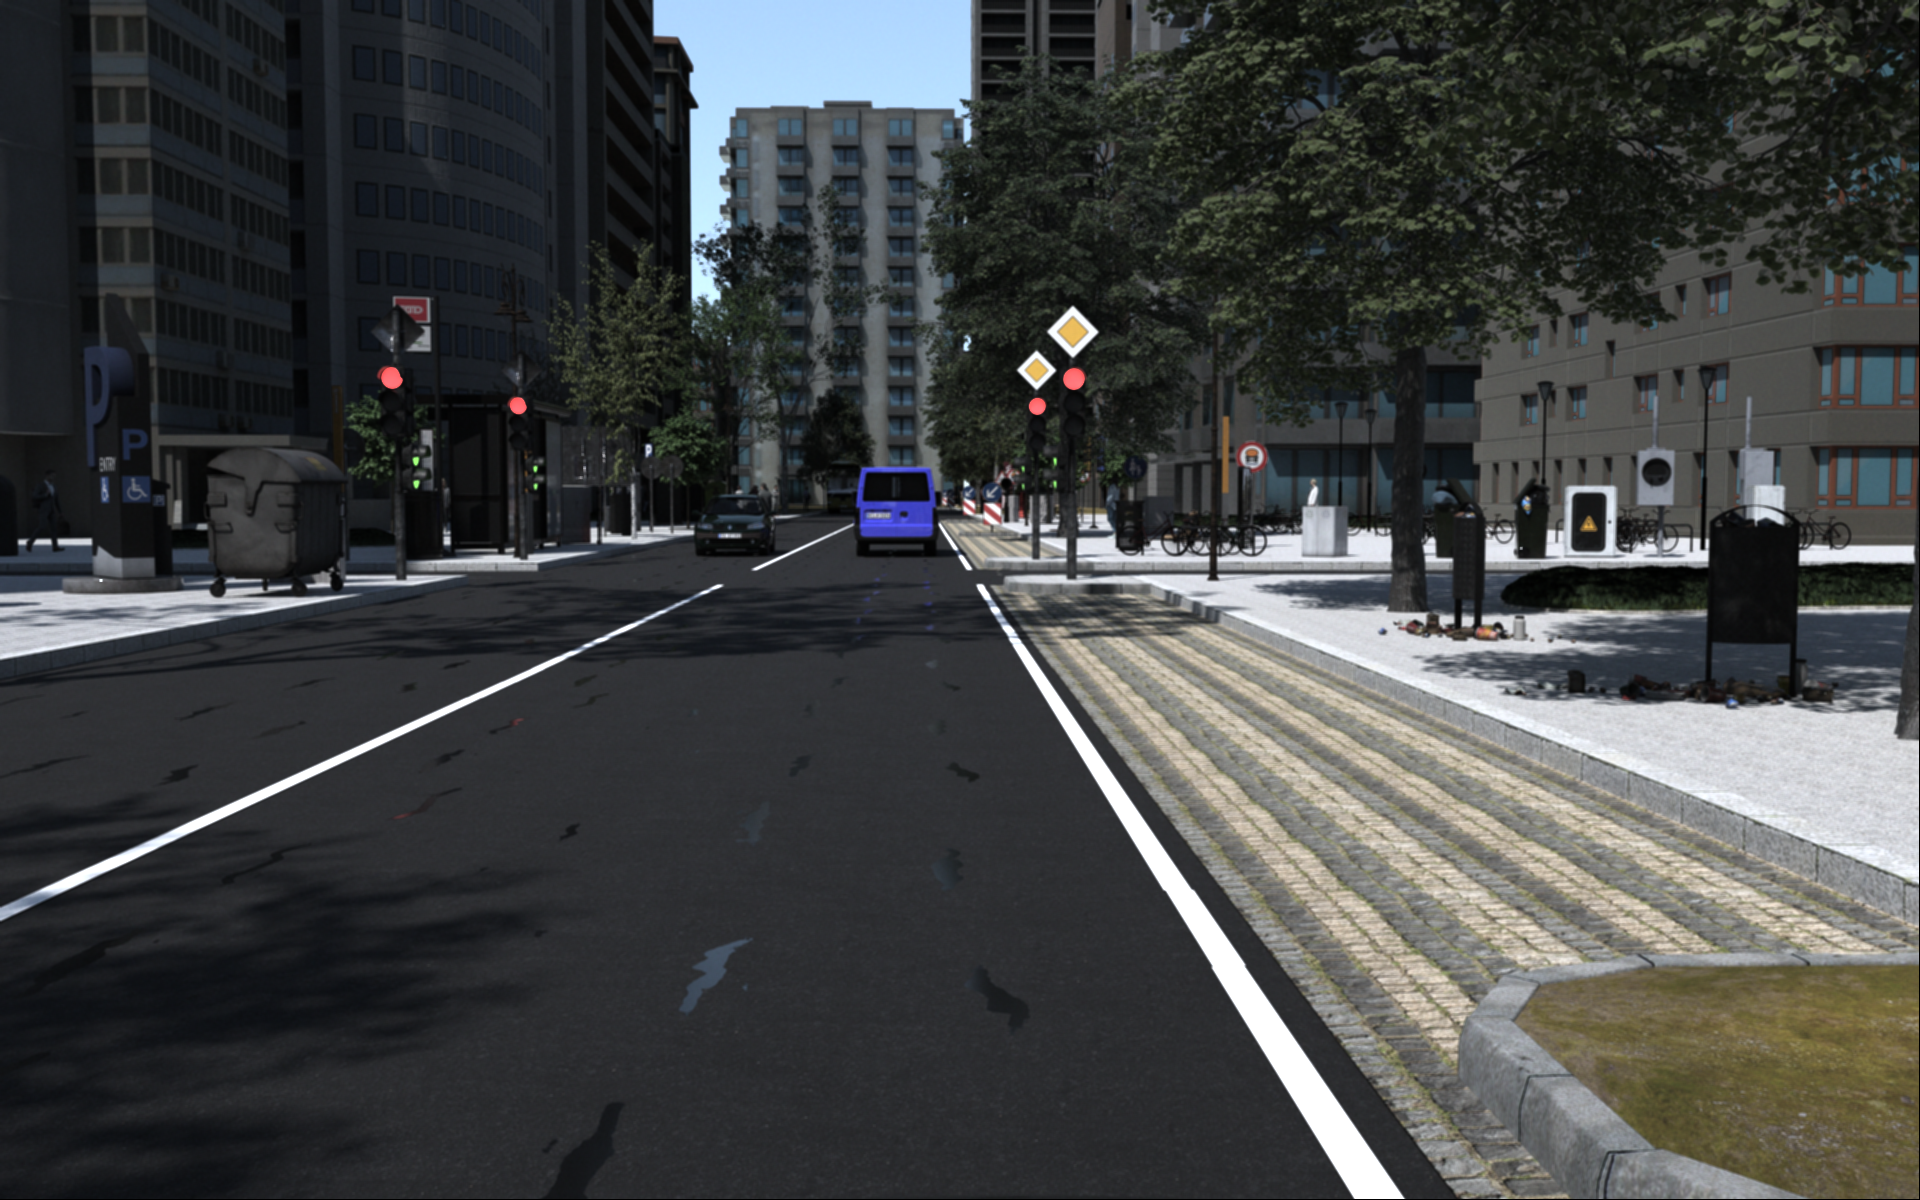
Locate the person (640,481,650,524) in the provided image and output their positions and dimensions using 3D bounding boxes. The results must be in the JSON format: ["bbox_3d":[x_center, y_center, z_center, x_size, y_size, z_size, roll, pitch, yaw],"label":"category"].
[{"bbox_3d":[-13.506,-4.139,73.682,0.822,1.834,0.622,-1,4,-14],"label":"person"}]

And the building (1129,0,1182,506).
[{"bbox_3d":[22.902,-35.639,124.703,21.231,58.520,28.212,0,4,-1],"label":"building"}]

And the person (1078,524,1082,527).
[{"bbox_3d":[4.376,-3.783,67.995,0.850,1.850,0.679,1,4,23],"label":"person"}]

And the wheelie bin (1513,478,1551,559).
[{"bbox_3d":[11.373,-1.623,34.439,0.693,1.594,0.980,1,4,12],"label":"wheelie bin"}]

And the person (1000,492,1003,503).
[{"bbox_3d":[2.811,-7.271,124.857,1.348,1.831,0.705,0,4,1],"label":"person"}]

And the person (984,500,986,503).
[{"bbox_3d":[2.344,-10.617,179.493,0.709,1.838,0.599,-3,5,-41],"label":"person"}]

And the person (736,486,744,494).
[{"bbox_3d":[-12.188,-5.461,95.903,0.480,1.755,0.524,-1,4,-12],"label":"person"}]

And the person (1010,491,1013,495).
[{"bbox_3d":[5.647,-11.134,190.566,1.348,1.821,0.705,0,4,-3],"label":"person"}]

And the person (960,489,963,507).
[{"bbox_3d":[0.233,-10.452,176.942,0.705,1.824,1.348,-1,4,-12],"label":"person"}]

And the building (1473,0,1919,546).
[{"bbox_3d":[35.674,-12.939,56.596,28.899,21.520,27.650,0,4,-1],"label":"building"}]

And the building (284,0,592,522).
[{"bbox_3d":[-32.291,-33.403,88.145,21.231,58.520,28.212,0,4,-1],"label":"building"}]

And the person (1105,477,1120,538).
[{"bbox_3d":[4.469,-2.699,50.431,0.793,1.790,0.793,0,4,-5],"label":"person"}]

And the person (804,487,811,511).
[{"bbox_3d":[-11.558,-7.684,131.543,0.599,1.838,0.709,2,4,26],"label":"person"}]

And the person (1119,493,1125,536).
[{"bbox_3d":[4.945,-2.621,53.147,0.306,1.304,0.590,3,4,37],"label":"person"}]

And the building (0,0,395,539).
[{"bbox_3d":[-35.784,-22.183,54.575,32.217,40.220,23.993,0,4,-1],"label":"building"}]

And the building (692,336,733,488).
[{"bbox_3d":[-43.458,-22.676,215.783,28.899,21.520,27.650,0,4,-1],"label":"building"}]

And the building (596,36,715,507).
[{"bbox_3d":[-38.065,-31.028,161.934,28.867,44.769,22.147,0,4,-1],"label":"building"}]

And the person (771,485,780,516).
[{"bbox_3d":[-10.629,-5.739,100.056,0.466,1.800,0.511,3,4,38],"label":"person"}]

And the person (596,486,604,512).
[{"bbox_3d":[-21.464,-5.944,103.413,0.721,1.800,0.419,2,4,31],"label":"person"}]

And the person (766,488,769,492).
[{"bbox_3d":[-13.295,-6.900,119.594,1.217,1.736,0.721,1,4,20],"label":"person"}]

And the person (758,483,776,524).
[{"bbox_3d":[-6.747,-3.121,59.622,0.767,1.812,0.694,3,5,45],"label":"person"}]

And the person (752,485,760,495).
[{"bbox_3d":[-12.704,-6.204,107.446,0.573,1.828,0.580,0,4,6],"label":"person"}]

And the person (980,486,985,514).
[{"bbox_3d":[1.471,-6.543,112.989,0.705,1.831,1.348,0,4,-2],"label":"person"}]

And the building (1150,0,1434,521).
[{"bbox_3d":[23.166,-28.874,91.691,23.786,49.044,30.456,0,4,-1],"label":"building"}]

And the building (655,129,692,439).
[{"bbox_3d":[-29.222,-22.333,136.850,14.160,30.474,14.107,0,4,-1],"label":"building"}]

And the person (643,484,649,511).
[{"bbox_3d":[-17.471,-5.493,95.868,0.555,1.821,0.388,-1,4,-23],"label":"person"}]

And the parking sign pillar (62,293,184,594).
[{"bbox_3d":[-11.057,-2.099,22.789,1.447,3.967,1.447,-3,5,-41],"label":"parking sign pillar"}]

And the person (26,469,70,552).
[{"bbox_3d":[-20.248,-1.982,38.409,0.822,1.834,0.622,1,4,10],"label":"person"}]

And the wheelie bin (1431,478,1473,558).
[{"bbox_3d":[9.897,-1.649,34.871,0.693,1.594,0.980,2,4,34],"label":"wheelie bin"}]

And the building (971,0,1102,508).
[{"bbox_3d":[11.804,-47.366,212.679,20.611,71.187,20.563,0,4,-1],"label":"building"}]

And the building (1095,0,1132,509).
[{"bbox_3d":[19.090,-30.341,146.190,14.600,45.320,14.200,0,4,-1],"label":"building"}]

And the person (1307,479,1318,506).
[{"bbox_3d":[12.785,-3.461,62.503,0.818,1.842,0.514,-2,4,-35],"label":"person"}]

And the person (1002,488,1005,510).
[{"bbox_3d":[3.415,-8.046,138.271,0.551,1.740,0.621,0,4,-5],"label":"person"}]

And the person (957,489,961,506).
[{"bbox_3d":[-0.054,-10.801,182.664,0.705,1.821,1.348,1,4,20],"label":"person"}]

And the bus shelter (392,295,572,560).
[{"bbox_3d":[-10.425,-3.677,37.753,2.179,5.291,8.768,0,4,-1],"label":"bus shelter"}]

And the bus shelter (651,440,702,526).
[{"bbox_3d":[-11.834,-5.023,73.411,1.731,3.624,6.357,0,4,-1],"label":"bus shelter"}]

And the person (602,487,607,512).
[{"bbox_3d":[-21.640,-5.989,104.966,0.512,1.701,0.522,-1,4,-21],"label":"person"}]

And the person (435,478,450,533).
[{"bbox_3d":[-17.034,-3.123,57.294,0.709,1.800,0.728,-1,4,-12],"label":"person"}]

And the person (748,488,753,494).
[{"bbox_3d":[-19.120,-9.384,159.491,1.348,1.821,0.705,0,4,0],"label":"person"}]

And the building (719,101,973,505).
[{"bbox_3d":[-13.745,-36.339,213.752,30.456,49.044,23.786,0,4,-1],"label":"building"}]

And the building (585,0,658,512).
[{"bbox_3d":[-33.130,-30.256,118.383,21.300,48.544,21.600,0,4,-1],"label":"building"}]
